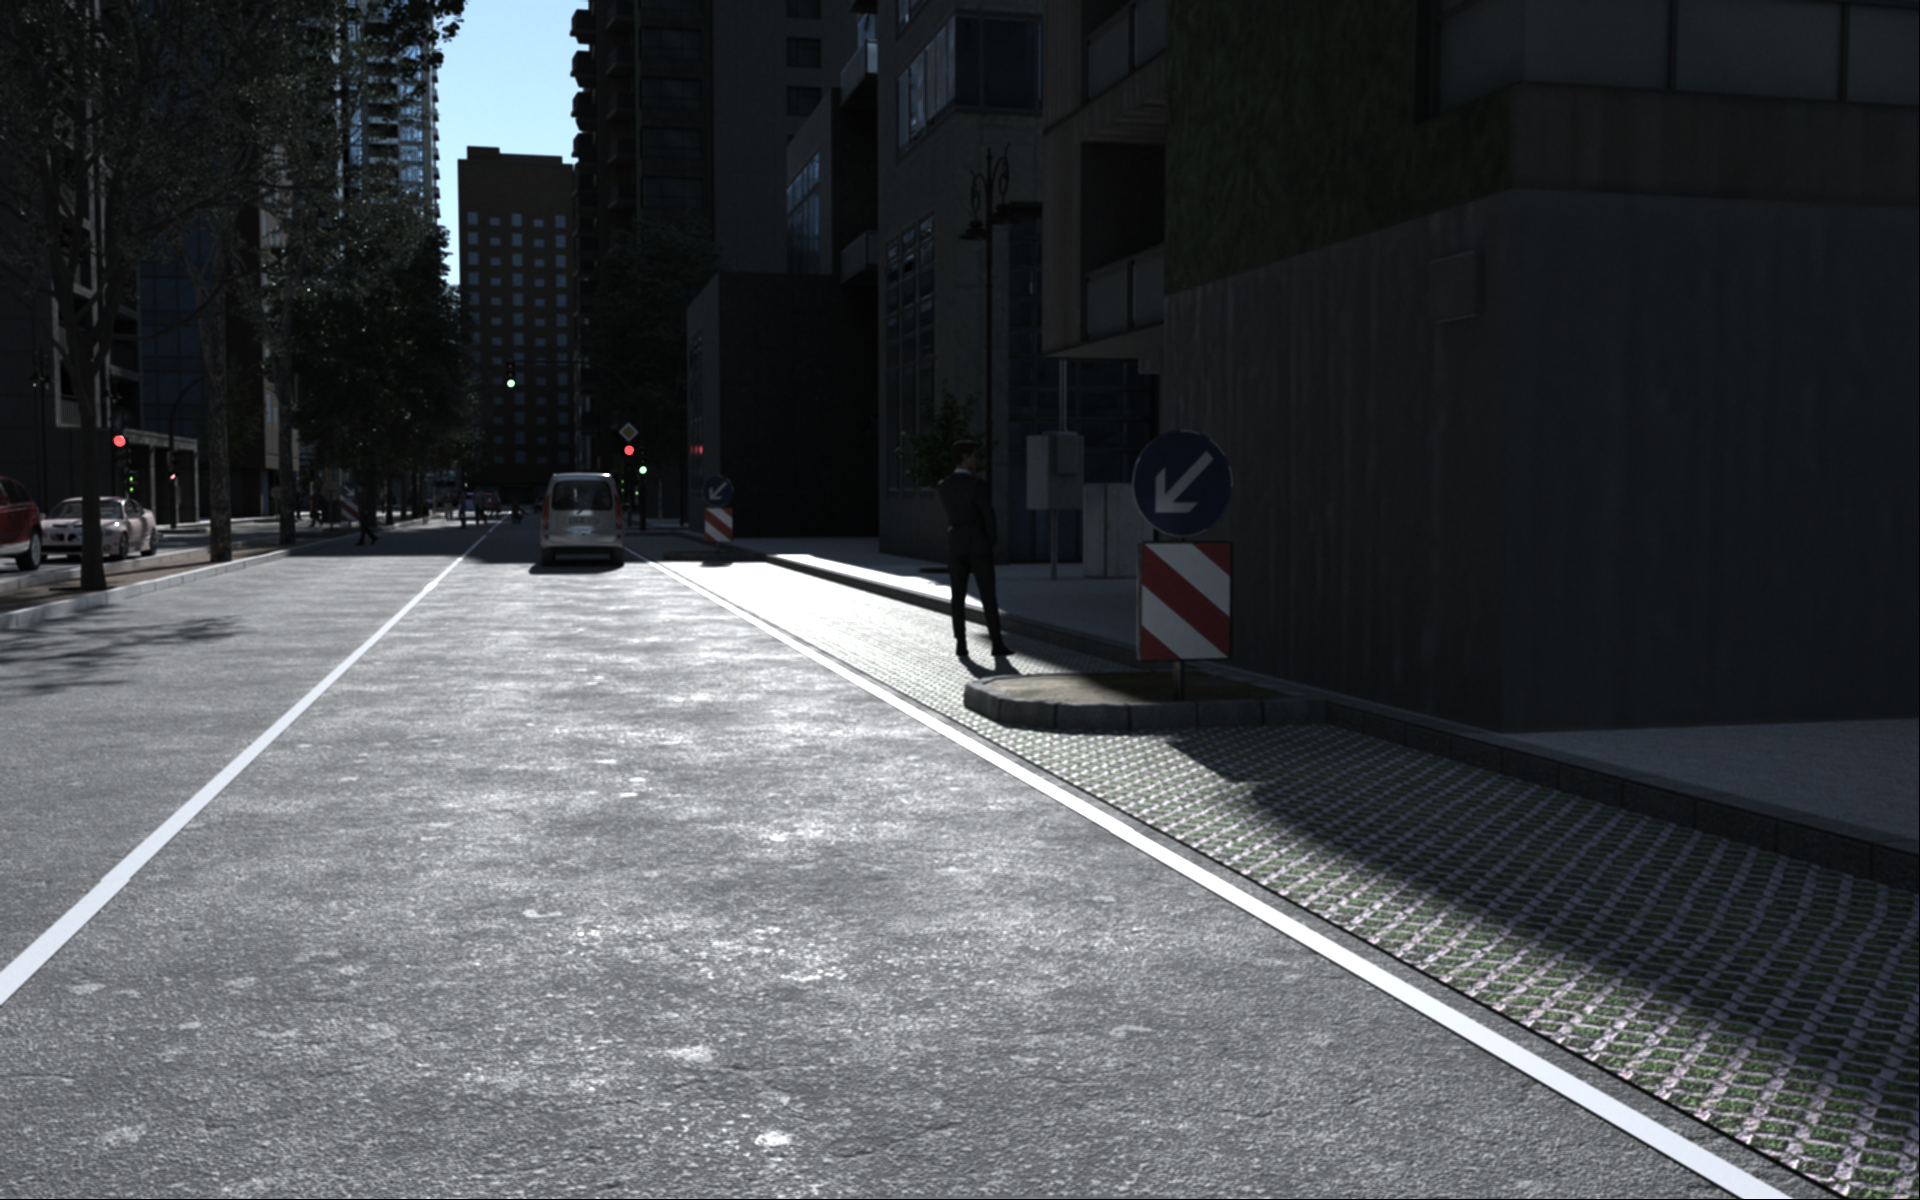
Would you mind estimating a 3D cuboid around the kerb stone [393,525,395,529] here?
[{"bbox_3d":[-22.850,-2.887,69.435,0.120,0.150,1.000,-1,4,-14],"label":"kerb stone"}]

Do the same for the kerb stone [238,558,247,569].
[{"bbox_3d":[-13.824,-0.667,33.101,0.120,0.150,1.000,-1,4,-14],"label":"kerb stone"}]

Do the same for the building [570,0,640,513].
[{"bbox_3d":[-17.304,-28.984,128.514,22.147,44.769,28.867,-1,4,-14],"label":"building"}]

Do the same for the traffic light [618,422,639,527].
[{"bbox_3d":[-12.922,-4.809,67.540,0.839,4.253,0.868,-1,4,-14],"label":"traffic light"}]

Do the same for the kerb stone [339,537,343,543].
[{"bbox_3d":[-18.029,-1.703,50.034,0.120,0.150,1.000,-1,4,-14],"label":"kerb stone"}]

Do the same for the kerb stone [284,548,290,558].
[{"bbox_3d":[-15.308,-1.034,39.094,0.120,0.150,1.000,-1,4,-14],"label":"kerb stone"}]

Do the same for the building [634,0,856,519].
[{"bbox_3d":[-11.191,-19.925,97.481,14.160,30.474,14.107,-1,4,-14],"label":"building"}]

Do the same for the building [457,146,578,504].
[{"bbox_3d":[-57.863,-35.289,227.085,14.200,45.320,14.600,-1,4,-14],"label":"building"}]

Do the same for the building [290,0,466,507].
[{"bbox_3d":[-80.953,-55.751,224.204,31.000,86.520,22.319,-1,4,-14],"label":"building"}]

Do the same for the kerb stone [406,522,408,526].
[{"bbox_3d":[-24.582,-3.316,76.412,0.120,0.150,1.000,-1,4,-14],"label":"kerb stone"}]

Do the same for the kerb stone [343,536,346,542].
[{"bbox_3d":[-18.267,-1.763,51.028,0.120,0.150,1.000,-1,4,-14],"label":"kerb stone"}]

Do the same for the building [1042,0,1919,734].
[{"bbox_3d":[8.062,-20.350,16.321,14.154,41.232,14.086,-1,4,-14],"label":"building"}]

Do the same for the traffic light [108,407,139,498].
[{"bbox_3d":[-26.970,-4.092,55.820,0.839,4.253,0.868,-1,4,-14],"label":"traffic light"}]

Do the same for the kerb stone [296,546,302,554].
[{"bbox_3d":[-15.804,-1.155,41.079,0.120,0.150,1.000,-1,4,-14],"label":"kerb stone"}]

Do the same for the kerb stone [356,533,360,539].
[{"bbox_3d":[-19.263,-2.006,55.012,0.120,0.150,1.000,-1,4,-14],"label":"kerb stone"}]

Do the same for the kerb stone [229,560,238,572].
[{"bbox_3d":[-13.574,-0.604,32.110,0.120,0.150,1.000,-1,4,-14],"label":"kerb stone"}]

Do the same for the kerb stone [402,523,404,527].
[{"bbox_3d":[-24.087,-3.191,74.414,0.120,0.150,1.000,-1,4,-14],"label":"kerb stone"}]

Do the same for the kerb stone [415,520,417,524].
[{"bbox_3d":[-26.072,-3.682,82.401,0.120,0.150,1.000,-1,4,-14],"label":"kerb stone"}]

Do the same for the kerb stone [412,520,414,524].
[{"bbox_3d":[-25.574,-3.560,80.394,0.120,0.150,1.000,-1,4,-14],"label":"kerb stone"}]

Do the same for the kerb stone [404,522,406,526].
[{"bbox_3d":[-24.335,-3.252,75.413,0.120,0.150,1.000,-1,4,-14],"label":"kerb stone"}]

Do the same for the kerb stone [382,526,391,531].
[{"bbox_3d":[-22.360,-2.765,67.450,0.120,0.150,1.000,-1,4,-14],"label":"kerb stone"}]

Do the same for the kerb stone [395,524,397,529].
[{"bbox_3d":[-23.088,-2.950,70.432,0.120,0.150,1.000,-1,4,-14],"label":"kerb stone"}]

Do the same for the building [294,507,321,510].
[{"bbox_3d":[-63.527,-51.007,146.630,22.319,86.520,31.000,-1,4,-14],"label":"building"}]

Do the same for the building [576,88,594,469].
[{"bbox_3d":[-32.021,-32.475,181.084,14.600,45.320,14.200,-1,4,-14],"label":"building"}]

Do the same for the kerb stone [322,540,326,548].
[{"bbox_3d":[-17.042,-1.458,46.041,0.120,0.150,1.000,-1,4,-14],"label":"kerb stone"}]

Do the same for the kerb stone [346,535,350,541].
[{"bbox_3d":[-18.522,-1.820,52.018,0.120,0.150,1.000,-1,4,-14],"label":"kerb stone"}]

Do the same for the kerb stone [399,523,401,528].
[{"bbox_3d":[-23.586,-3.070,72.415,0.120,0.150,1.000,-1,4,-14],"label":"kerb stone"}]

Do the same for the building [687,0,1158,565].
[{"bbox_3d":[5.074,-44.828,45.608,22.319,86.520,31.000,-1,4,-14],"label":"building"}]

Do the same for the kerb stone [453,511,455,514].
[{"bbox_3d":[-36.463,-6.239,124.239,0.120,0.150,1.000,-1,4,-14],"label":"kerb stone"}]

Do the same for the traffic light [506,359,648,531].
[{"bbox_3d":[-13.006,-5.167,59.149,4.771,5.953,1.251,-1,4,-14],"label":"traffic light"}]

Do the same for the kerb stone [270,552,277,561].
[{"bbox_3d":[-14.816,-0.903,37.102,0.120,0.150,1.000,-1,4,-14],"label":"kerb stone"}]

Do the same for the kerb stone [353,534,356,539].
[{"bbox_3d":[-19.021,-1.946,54.012,0.120,0.150,1.000,-1,4,-14],"label":"kerb stone"}]

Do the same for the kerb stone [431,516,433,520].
[{"bbox_3d":[-29.533,-4.536,96.352,0.120,0.150,1.000,-1,4,-14],"label":"kerb stone"}]

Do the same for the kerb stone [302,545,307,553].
[{"bbox_3d":[-16.047,-1.216,42.072,0.120,0.150,1.000,-1,4,-14],"label":"kerb stone"}]

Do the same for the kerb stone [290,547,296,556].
[{"bbox_3d":[-15.554,-1.088,40.086,0.120,0.150,1.000,-1,4,-14],"label":"kerb stone"}]

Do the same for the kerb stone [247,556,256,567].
[{"bbox_3d":[-14.065,-0.728,34.105,0.120,0.150,1.000,-1,4,-14],"label":"kerb stone"}]

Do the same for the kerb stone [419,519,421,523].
[{"bbox_3d":[-26.817,-3.865,85.388,0.120,0.150,1.000,-1,4,-14],"label":"kerb stone"}]

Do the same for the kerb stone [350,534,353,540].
[{"bbox_3d":[-18.768,-1.885,53.016,0.120,0.150,1.000,-1,4,-14],"label":"kerb stone"}]

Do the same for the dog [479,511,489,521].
[{"bbox_3d":[-25.824,-4.555,93.768,0.406,0.507,0.540,1,4,10],"label":"dog"}]

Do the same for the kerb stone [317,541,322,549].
[{"bbox_3d":[-16.796,-1.395,45.049,0.120,0.150,1.000,-1,4,-14],"label":"kerb stone"}]

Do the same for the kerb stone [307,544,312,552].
[{"bbox_3d":[-16.294,-1.272,43.067,0.120,0.150,1.000,-1,4,-14],"label":"kerb stone"}]

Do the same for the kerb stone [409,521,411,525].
[{"bbox_3d":[-25.080,-3.438,78.407,0.120,0.150,1.000,-1,4,-14],"label":"kerb stone"}]

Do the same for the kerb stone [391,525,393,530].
[{"bbox_3d":[-22.602,-2.829,68.443,0.120,0.150,1.000,-1,4,-14],"label":"kerb stone"}]

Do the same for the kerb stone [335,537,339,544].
[{"bbox_3d":[-17.775,-1.642,49.038,0.120,0.150,1.000,-1,4,-14],"label":"kerb stone"}]

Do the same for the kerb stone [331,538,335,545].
[{"bbox_3d":[-17.537,-1.579,48.044,0.120,0.150,1.000,-1,4,-14],"label":"kerb stone"}]

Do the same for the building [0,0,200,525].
[{"bbox_3d":[-43.113,-38.584,69.109,20.563,71.187,20.611,-1,4,-14],"label":"building"}]

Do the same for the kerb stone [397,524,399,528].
[{"bbox_3d":[-23.346,-3.011,71.421,0.120,0.150,1.000,-1,4,-14],"label":"kerb stone"}]

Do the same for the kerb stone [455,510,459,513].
[{"bbox_3d":[-38.684,-6.782,133.188,0.120,0.150,1.000,-1,4,-14],"label":"kerb stone"}]

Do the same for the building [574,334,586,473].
[{"bbox_3d":[-30.956,-21.973,204.293,27.650,21.520,28.899,-1,4,-14],"label":"building"}]

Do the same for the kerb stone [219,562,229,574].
[{"bbox_3d":[-13.327,-0.545,31.103,0.120,0.150,1.000,-1,4,-14],"label":"kerb stone"}]

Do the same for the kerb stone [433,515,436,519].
[{"bbox_3d":[-30.283,-4.718,99.342,0.120,0.150,1.000,-1,4,-14],"label":"kerb stone"}]

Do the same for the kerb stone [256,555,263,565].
[{"bbox_3d":[-14.323,-0.790,35.110,0.120,0.150,1.000,-1,4,-14],"label":"kerb stone"}]

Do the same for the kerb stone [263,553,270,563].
[{"bbox_3d":[-14.574,-0.844,36.108,0.120,0.150,1.000,-1,4,-14],"label":"kerb stone"}]

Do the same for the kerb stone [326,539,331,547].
[{"bbox_3d":[-17.282,-1.518,47.042,0.120,0.150,1.000,-1,4,-14],"label":"kerb stone"}]

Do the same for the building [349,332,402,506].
[{"bbox_3d":[-78.347,-21.271,192.826,28.899,21.520,27.650,-1,4,-14],"label":"building"}]

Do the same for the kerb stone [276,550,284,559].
[{"bbox_3d":[-15.063,-0.973,38.102,0.120,0.150,1.000,-1,4,-14],"label":"kerb stone"}]

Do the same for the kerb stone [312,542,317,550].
[{"bbox_3d":[-16.546,-1.337,44.058,0.120,0.150,1.000,-1,4,-14],"label":"kerb stone"}]
